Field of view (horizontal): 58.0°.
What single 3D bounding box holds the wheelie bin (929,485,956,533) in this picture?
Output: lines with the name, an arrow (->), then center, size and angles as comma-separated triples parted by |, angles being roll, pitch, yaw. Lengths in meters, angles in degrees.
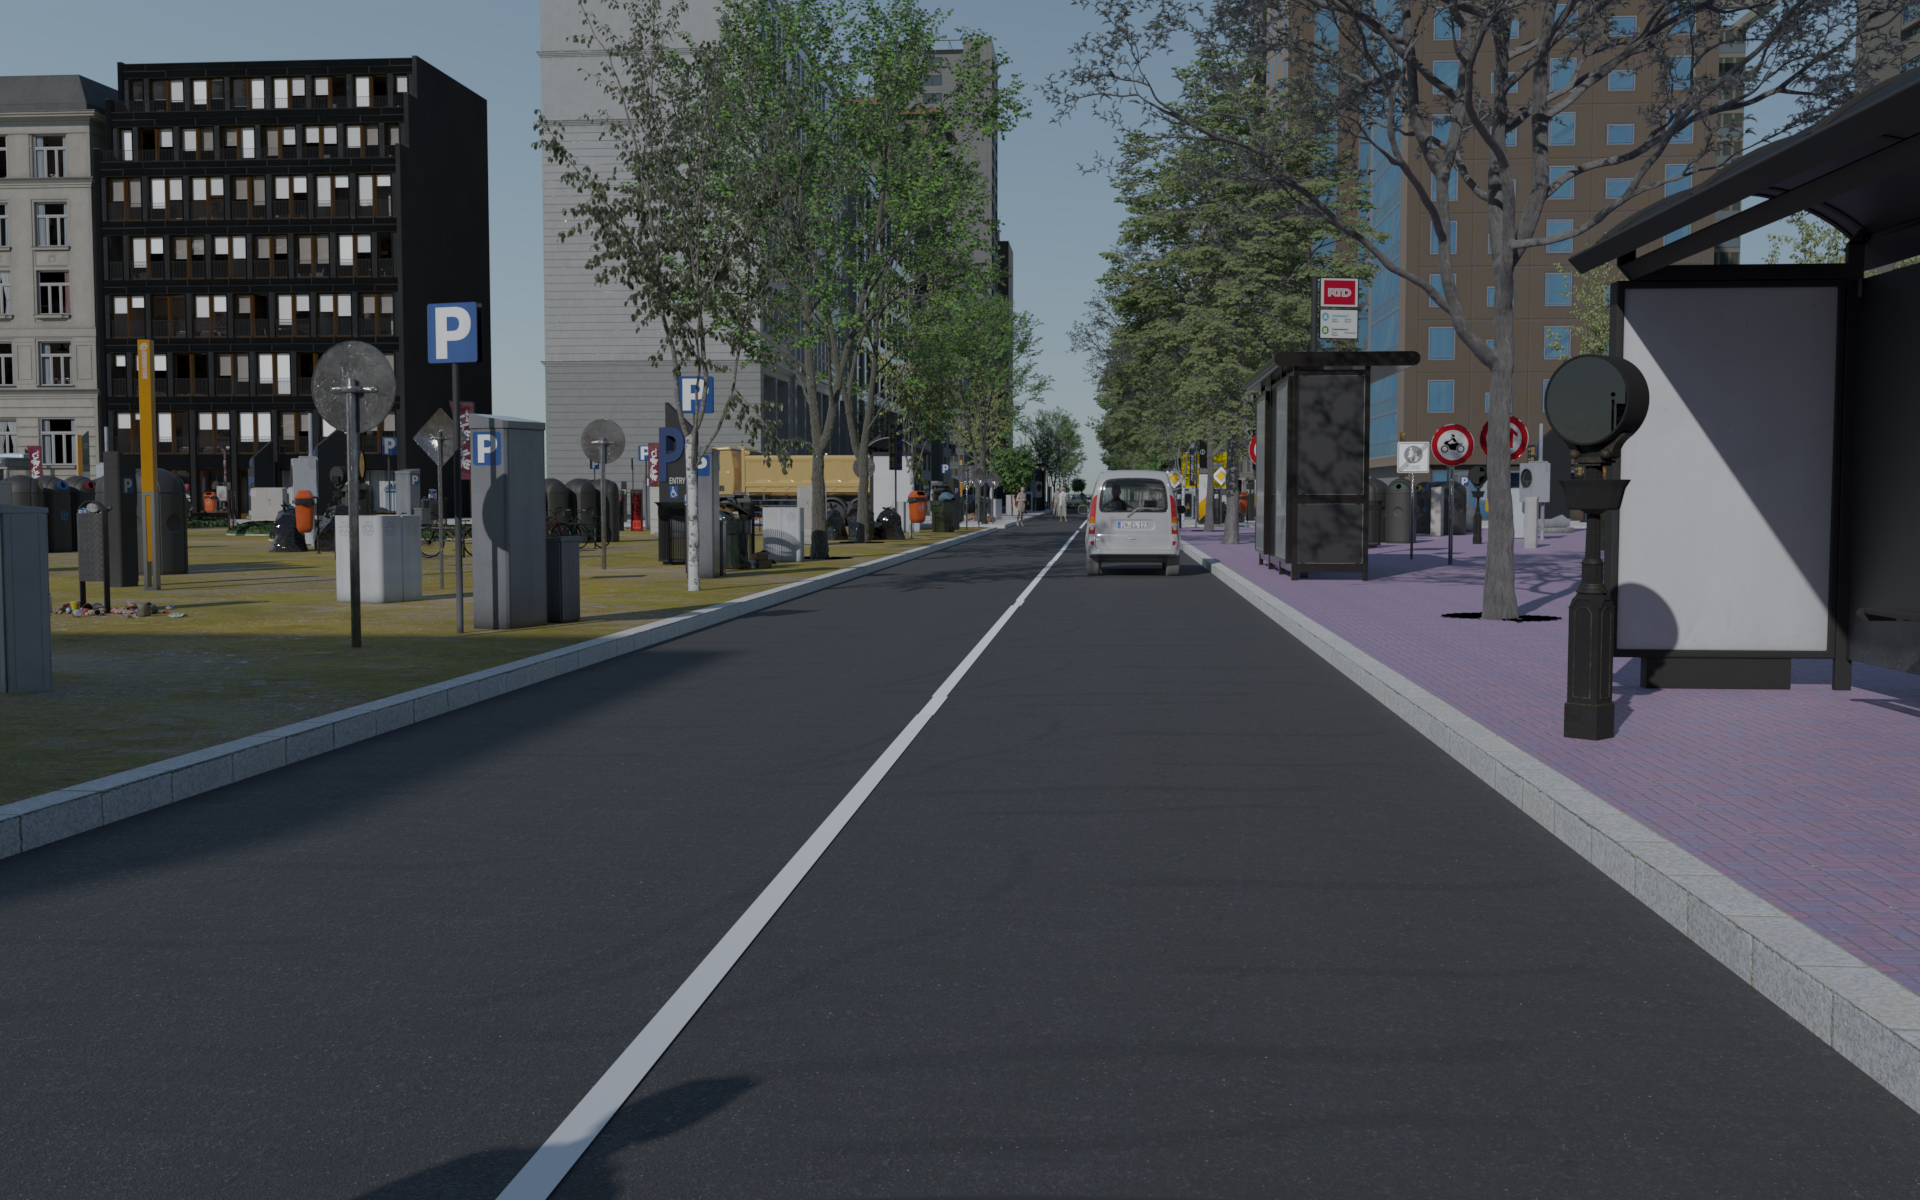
wheelie bin -> -0.574, -3.051, 57.790 | 0.980, 1.594, 0.693 | 3, 5, 41

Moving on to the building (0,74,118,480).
building -> -58.024, -16.154, 97.397 | 30.059, 22.955, 16.112 | 0, 4, 5

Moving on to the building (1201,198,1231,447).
building -> 48.141, -39.269, 265.746 | 21.300, 48.544, 21.600 | 0, 4, 5

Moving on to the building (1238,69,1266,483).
building -> 40.022, -31.828, 175.016 | 22.147, 44.769, 28.867 | 0, 4, 5

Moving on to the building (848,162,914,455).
building -> -14.959, -20.066, 132.601 | 19.350, 26.468, 34.151 | 0, 4, 5

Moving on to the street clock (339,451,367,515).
street clock -> -10.116, -1.497, 29.054 | 0.358, 2.002, 0.471 | 0, 4, -6

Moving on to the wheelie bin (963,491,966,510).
wheelie bin -> 0.065, -7.923, 137.441 | 0.693, 1.594, 0.980 | -3, 5, -41

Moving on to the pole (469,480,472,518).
pole -> -26.689, -6.158, 94.527 | 0.158, 3.312, 0.155 | 0, 3, 0

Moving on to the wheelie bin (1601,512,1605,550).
wheelie bin -> 14.804, -1.937, 39.579 | 0.693, 1.594, 0.980 | -1, 4, -12

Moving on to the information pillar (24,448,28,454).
information pillar -> -47.603, -5.954, 88.703 | 0.504, 3.616, 0.183 | -3, 5, -44

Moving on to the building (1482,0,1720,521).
building -> 28.937, -26.795, 88.211 | 14.200, 45.320, 14.600 | 0, 4, 5

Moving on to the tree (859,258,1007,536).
tree -> -1.258, -6.296, 53.300 | 4.737, 8.622, 4.395 | 0, 3, 0

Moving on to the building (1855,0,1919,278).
building -> 58.781, -28.460, 89.015 | 21.600, 48.544, 21.300 | 0, 4, 5

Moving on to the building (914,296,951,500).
building -> -15.907, -19.623, 165.880 | 27.650, 21.520, 28.899 | 0, 4, 5

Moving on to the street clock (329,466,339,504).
street clock -> -16.101, -2.471, 44.971 | 0.471, 2.002, 0.358 | 2, 4, 23

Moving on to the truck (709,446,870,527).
truck -> -7.381, -4.564, 70.543 | 9.791, 3.379, 3.469 | 0, 4, 5

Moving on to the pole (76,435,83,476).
pole -> -30.255, -4.019, 59.560 | 0.158, 3.312, 0.155 | 0, 3, 0

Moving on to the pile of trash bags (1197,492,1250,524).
pile of trash bags -> 11.871, -4.098, 76.756 | 1.912, 1.369, 3.447 | -1, 4, -18

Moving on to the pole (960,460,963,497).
pole -> 0.070, -6.693, 103.269 | 0.158, 3.312, 0.155 | 0, 3, 0

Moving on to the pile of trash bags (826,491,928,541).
pile of trash bags -> -2.268, -2.388, 48.793 | 3.447, 1.369, 1.912 | -3, 5, -43

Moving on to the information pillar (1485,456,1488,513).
information pillar -> 23.144, -5.142, 75.422 | 0.504, 3.616, 0.183 | -1, 4, -17

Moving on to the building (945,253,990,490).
building -> -11.215, -34.562, 256.970 | 32.217, 40.220, 23.993 | 0, 4, 5

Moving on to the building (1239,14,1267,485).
building -> 42.036, -46.518, 198.821 | 20.563, 71.187, 20.611 | 0, 4, 5

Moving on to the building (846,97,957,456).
building -> -12.001, -32.975, 193.771 | 22.147, 44.769, 28.867 | 0, 4, 5

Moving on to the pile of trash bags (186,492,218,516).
pile of trash bags -> -35.118, -4.181, 78.119 | 3.447, 1.369, 1.912 | 0, 4, 5

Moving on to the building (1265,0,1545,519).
building -> 26.387, -27.910, 106.446 | 14.600, 45.320, 14.200 | 0, 4, 5

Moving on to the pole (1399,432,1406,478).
pole -> 14.548, -3.864, 57.025 | 0.158, 3.312, 0.155 | 0, 3, 0

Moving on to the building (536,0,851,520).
building -> -13.989, -19.749, 100.383 | 11.434, 29.767, 29.804 | 0, 4, 5

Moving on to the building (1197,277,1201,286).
building -> 45.913, -38.768, 283.967 | 14.600, 45.320, 14.200 | 0, 4, 5

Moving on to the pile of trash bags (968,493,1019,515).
pile of trash bags -> 2.173, -5.861, 105.587 | 3.447, 1.369, 1.912 | 0, 4, 5

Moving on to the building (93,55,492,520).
building -> -34.960, -16.077, 92.540 | 15.834, 23.373, 12.332 | 0, 4, 5

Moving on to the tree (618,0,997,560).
tree -> -2.656, -6.621, 34.011 | 9.928, 11.665, 9.643 | 0, 3, 0

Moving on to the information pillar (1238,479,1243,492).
information pillar -> 13.494, -4.858, 83.918 | 0.304, 2.012, 0.304 | -1, 4, -13

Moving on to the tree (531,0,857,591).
tree -> -3.470, -4.413, 22.515 | 4.360, 8.622, 3.978 | 0, 3, 0

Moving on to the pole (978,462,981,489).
pole -> 1.224, -7.059, 109.265 | 0.158, 3.312, 0.155 | 0, 3, 0

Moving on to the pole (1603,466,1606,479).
pole -> 20.351, -3.728, 54.799 | 0.158, 3.312, 0.155 | 0, 3, 0

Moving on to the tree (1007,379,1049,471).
tree -> 1.543, -8.851, 95.074 | 4.737, 8.622, 4.395 | 0, 3, 0

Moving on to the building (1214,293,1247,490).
building -> 43.365, -29.137, 248.093 | 14.160, 30.474, 14.107 | 0, 4, 5

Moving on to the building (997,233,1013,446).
building -> 1.816, -39.551, 296.761 | 14.600, 45.320, 14.200 | 0, 4, 5

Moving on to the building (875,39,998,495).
building -> -2.237, -51.358, 277.954 | 20.563, 71.187, 20.611 | 0, 4, 5

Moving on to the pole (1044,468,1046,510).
pole -> 6.750, -8.812, 137.921 | 0.158, 3.312, 0.155 | 0, 3, 0

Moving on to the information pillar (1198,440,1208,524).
information pillar -> 10.333, -5.007, 73.218 | 0.504, 3.616, 0.183 | 1, 4, 14

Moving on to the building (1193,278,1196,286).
building -> 46.939, -37.594, 298.262 | 14.154, 41.232, 14.086 | 0, 4, 5

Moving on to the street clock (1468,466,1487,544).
street clock -> 13.270, -2.434, 44.373 | 0.471, 2.002, 0.358 | 2, 4, 34

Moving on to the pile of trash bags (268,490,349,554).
pile of trash bags -> -14.443, -1.759, 38.518 | 1.912, 1.369, 3.447 | -1, 4, -17

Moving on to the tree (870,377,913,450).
tree -> -4.766, -9.303, 102.465 | 4.360, 8.622, 3.978 | 0, 3, 0

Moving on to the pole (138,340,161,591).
pole -> -10.773, -1.784, 23.011 | 0.158, 3.312, 0.155 | 0, 3, 0

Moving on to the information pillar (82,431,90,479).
information pillar -> -32.324, -4.438, 63.923 | 0.183, 3.616, 0.504 | 2, 4, 29

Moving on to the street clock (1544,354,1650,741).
street clock -> 3.314, -0.275, 9.067 | 0.358, 2.002, 0.471 | -3, 5, -42

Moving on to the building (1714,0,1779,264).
building -> 41.731, -27.010, 133.489 | 32.217, 40.220, 23.993 | 0, 4, 5
